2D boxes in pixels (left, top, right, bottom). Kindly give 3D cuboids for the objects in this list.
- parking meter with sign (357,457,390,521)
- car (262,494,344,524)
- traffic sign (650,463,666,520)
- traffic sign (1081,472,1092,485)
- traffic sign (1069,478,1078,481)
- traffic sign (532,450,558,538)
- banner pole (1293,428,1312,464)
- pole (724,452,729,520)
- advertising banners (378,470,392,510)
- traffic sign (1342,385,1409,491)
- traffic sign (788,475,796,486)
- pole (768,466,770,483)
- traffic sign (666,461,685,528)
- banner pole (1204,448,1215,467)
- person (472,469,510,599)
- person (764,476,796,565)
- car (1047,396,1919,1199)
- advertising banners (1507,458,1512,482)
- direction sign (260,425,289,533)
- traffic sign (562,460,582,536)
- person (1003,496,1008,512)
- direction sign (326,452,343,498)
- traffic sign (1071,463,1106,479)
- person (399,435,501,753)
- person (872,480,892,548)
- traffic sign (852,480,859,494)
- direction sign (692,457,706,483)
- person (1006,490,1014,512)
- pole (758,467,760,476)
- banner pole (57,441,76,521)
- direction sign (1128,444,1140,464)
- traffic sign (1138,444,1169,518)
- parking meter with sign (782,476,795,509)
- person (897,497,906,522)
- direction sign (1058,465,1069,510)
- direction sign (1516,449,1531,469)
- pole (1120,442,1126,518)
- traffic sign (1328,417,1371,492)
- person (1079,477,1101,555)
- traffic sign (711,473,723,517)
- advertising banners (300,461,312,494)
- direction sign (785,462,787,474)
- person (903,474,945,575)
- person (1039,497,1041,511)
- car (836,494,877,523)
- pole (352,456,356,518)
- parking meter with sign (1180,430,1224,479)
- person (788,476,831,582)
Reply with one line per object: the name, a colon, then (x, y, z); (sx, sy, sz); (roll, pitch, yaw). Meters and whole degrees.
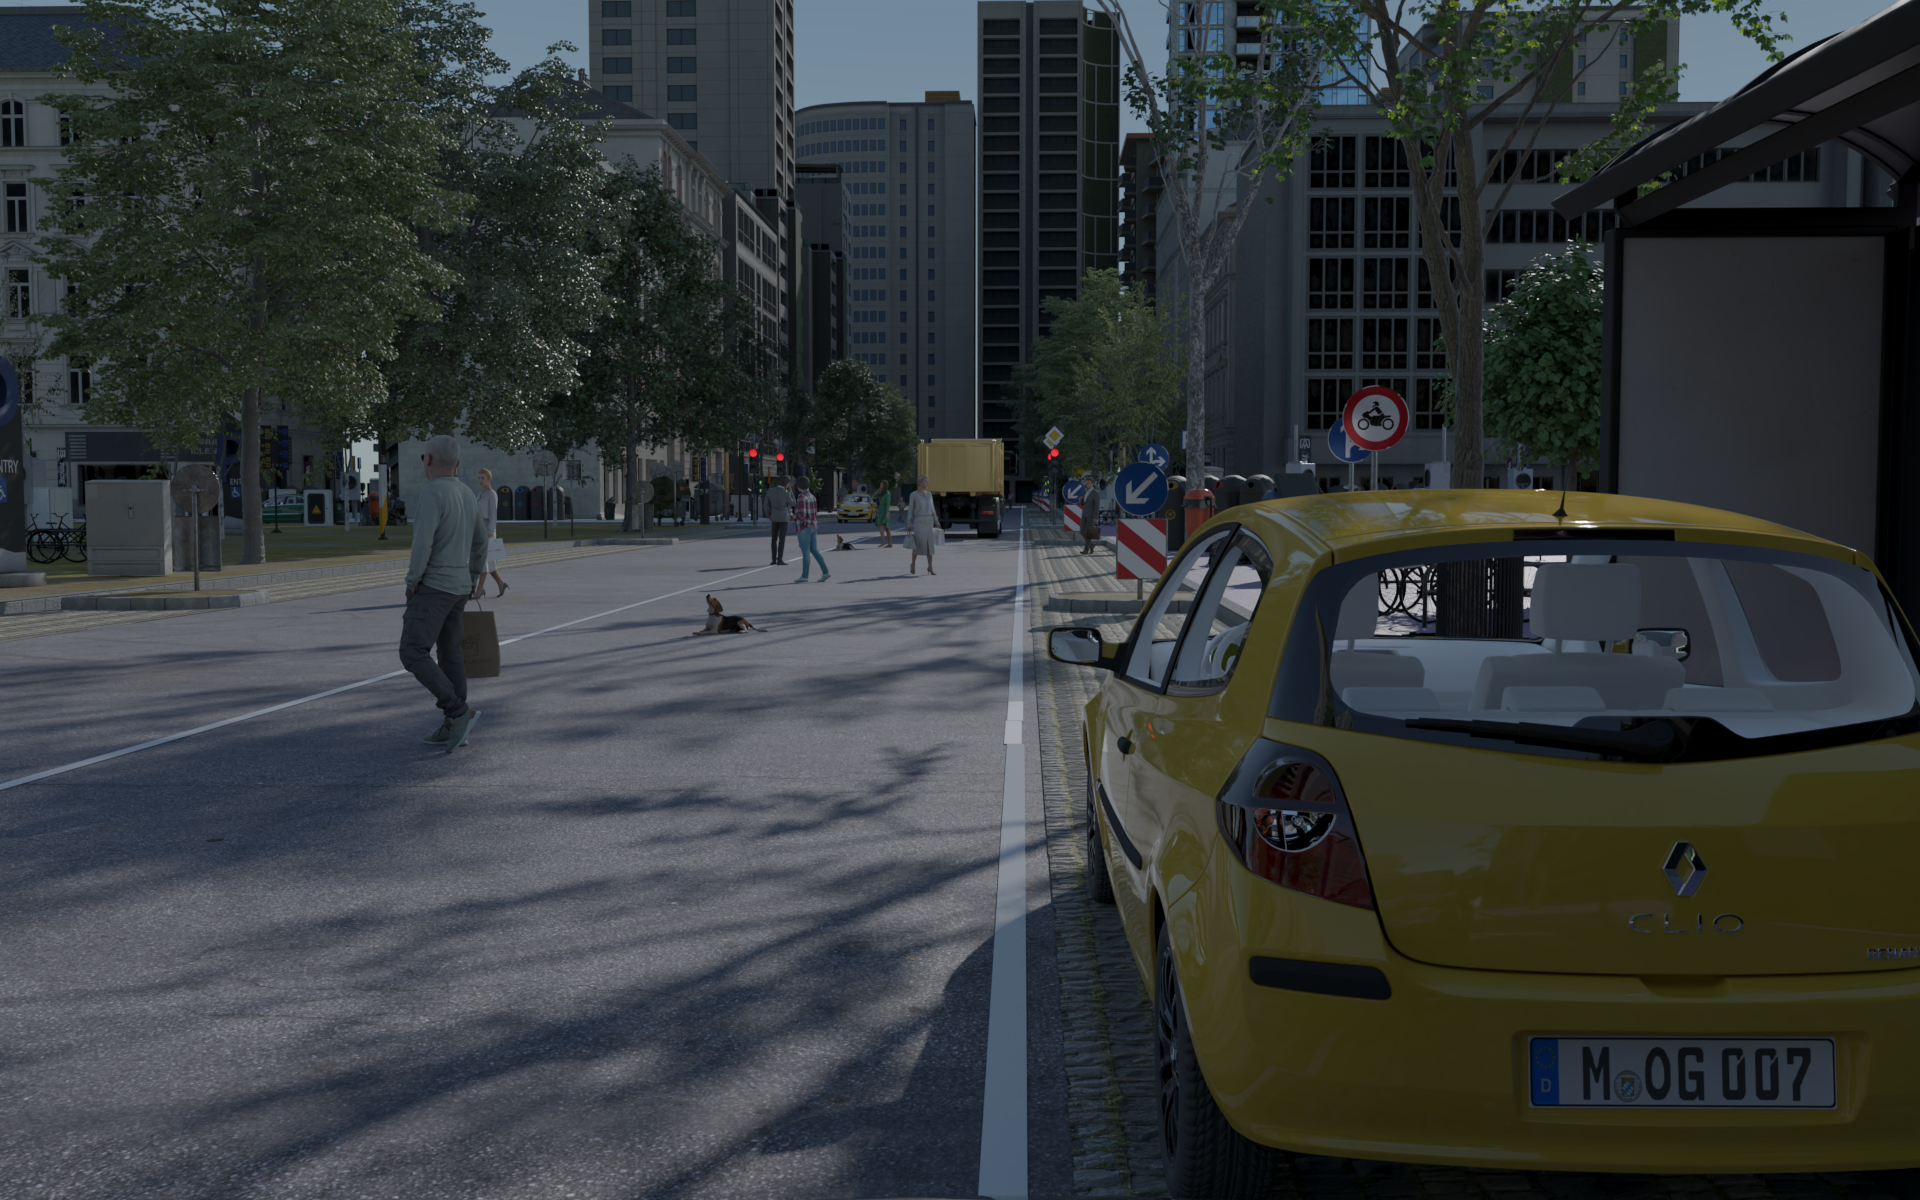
parking meter with sign: (-27.698, -5.269, 82.403); (1.738, 3.016, 0.543); (-1, 4, -9)
car: (-29.620, -3.944, 76.280); (4.920, 1.459, 2.131); (0, 4, 2)
traffic sign: (-12.199, -4.281, 70.098); (0.768, 2.556, 0.104); (1, 4, 9)
traffic sign: (7.237, -6.000, 98.202); (0.768, 2.556, 0.104); (0, 4, 8)
traffic sign: (7.002, -6.395, 106.689); (0.606, 2.300, 0.079); (0, 4, 2)
traffic sign: (-11.985, -3.054, 50.037); (0.768, 2.556, 0.104); (0, 4, 8)
banner pole: (12.743, -4.577, 64.844); (0.863, 3.779, 0.401); (1, 4, 10)
pole: (-11.410, -5.561, 84.763); (0.158, 3.312, 0.155); (0, 3, 0)
advertising banners: (-42.643, -8.115, 128.867); (0.090, 3.025, 2.074); (1, 4, 16)
traffic sign: (4.876, -1.241, 20.392); (0.768, 2.556, 0.104); (0, 4, 6)
traffic sign: (-11.419, -7.109, 116.338); (0.768, 2.556, 0.104); (0, 4, 8)
pole: (-14.078, -8.194, 127.819); (0.158, 3.312, 0.155); (0, 3, 0)
traffic sign: (-10.920, -4.052, 66.359); (0.768, 2.556, 0.104); (1, 4, 11)
banner pole: (13.477, -6.327, 93.469); (0.863, 3.779, 0.401); (1, 4, 20)
person: (-6.461, -0.913, 23.776); (0.624, 1.780, 0.694); (-2, 4, -30)
person: (-3.633, -1.604, 34.911); (0.592, 1.802, 0.473); (2, 4, 31)
car: (1.273, 0.326, 4.896); (2.015, 1.641, 3.980); (0, 4, 1)
advertising banners: (26.006, -5.179, 80.859); (0.090, 3.025, 2.074); (-1, 4, -10)
direction sign: (-22.592, -3.985, 57.146); (0.876, 3.537, 0.379); (-1, 4, -13)
traffic sign: (-11.717, -3.067, 52.277); (0.606, 2.300, 0.079); (0, 4, 6)
person: (3.452, -7.443, 134.473); (0.640, 1.303, 0.475); (0, 4, -7)
direction sign: (-33.469, -6.159, 92.701); (0.876, 3.537, 0.379); (0, 4, 2)
traffic sign: (8.361, -7.262, 112.602); (2.265, 3.308, 0.079); (0, 4, 8)
person: (-2.884, -0.058, 9.934); (0.515, 1.767, 0.782); (1, 4, 12)
person: (-2.001, -2.291, 46.209); (0.529, 1.795, 0.600); (-2, 4, -35)
traffic sign: (-9.386, -9.394, 153.697); (0.768, 2.556, 0.104); (0, 4, 4)
direction sign: (-16.090, -7.029, 106.914); (0.876, 3.537, 0.379); (-1, 4, -22)
person: (4.039, -7.937, 138.854); (0.593, 1.750, 0.643); (1, 4, 22)
pole: (-15.225, -8.380, 130.860); (0.158, 3.312, 0.155); (0, 3, 0)
banner pole: (-42.413, -5.634, 82.138); (0.401, 3.779, 0.863); (2, 4, 31)
direction sign: (7.899, -5.302, 78.690); (0.379, 3.537, 0.876); (-2, 4, -31)
traffic sign: (4.897, -2.675, 43.839); (0.768, 2.556, 0.104); (0, 4, 7)
parking meter with sign: (-14.592, -9.336, 148.902); (1.738, 3.016, 0.543); (-2, 4, -30)
person: (-2.948, -4.575, 87.577); (0.475, 1.303, 0.640); (-3, 5, -41)
direction sign: (8.114, -8.806, 135.975); (0.876, 3.537, 0.379); (-1, 4, -20)
direction sign: (27.625, -5.684, 84.924); (0.876, 3.537, 0.379); (-1, 4, -20)
pole: (6.408, -4.547, 68.194); (0.158, 3.312, 0.155); (0, 3, 0)
traffic sign: (6.308, -1.702, 27.936); (0.768, 2.556, 0.104); (1, 4, 8)
person: (3.062, -1.977, 40.783); (0.622, 1.834, 0.822); (3, 4, 39)
traffic sign: (-11.937, -5.080, 85.188); (0.606, 2.300, 0.079); (0, 4, 6)
advertising banners: (-35.369, -5.891, 92.504); (0.090, 3.025, 2.074); (2, 4, 26)
direction sign: (-12.270, -7.938, 121.789); (0.379, 3.537, 0.876); (1, 4, 9)
person: (-0.650, -1.343, 30.809); (0.694, 1.780, 0.624); (-1, 4, -17)
person: (6.442, -7.775, 135.809); (0.537, 1.800, 0.526); (2, 4, 35)
car: (-5.121, -4.657, 86.360); (2.015, 1.641, 3.980); (0, 4, 3)
pole: (-32.171, -5.998, 91.914); (0.158, 3.312, 0.155); (0, 3, 0)
parking meter with sign: (6.877, -3.136, 47.537); (1.738, 3.016, 0.543); (-2, 4, -34)
person: (-2.469, -1.157, 28.255); (0.643, 1.720, 0.563); (1, 4, 22)
